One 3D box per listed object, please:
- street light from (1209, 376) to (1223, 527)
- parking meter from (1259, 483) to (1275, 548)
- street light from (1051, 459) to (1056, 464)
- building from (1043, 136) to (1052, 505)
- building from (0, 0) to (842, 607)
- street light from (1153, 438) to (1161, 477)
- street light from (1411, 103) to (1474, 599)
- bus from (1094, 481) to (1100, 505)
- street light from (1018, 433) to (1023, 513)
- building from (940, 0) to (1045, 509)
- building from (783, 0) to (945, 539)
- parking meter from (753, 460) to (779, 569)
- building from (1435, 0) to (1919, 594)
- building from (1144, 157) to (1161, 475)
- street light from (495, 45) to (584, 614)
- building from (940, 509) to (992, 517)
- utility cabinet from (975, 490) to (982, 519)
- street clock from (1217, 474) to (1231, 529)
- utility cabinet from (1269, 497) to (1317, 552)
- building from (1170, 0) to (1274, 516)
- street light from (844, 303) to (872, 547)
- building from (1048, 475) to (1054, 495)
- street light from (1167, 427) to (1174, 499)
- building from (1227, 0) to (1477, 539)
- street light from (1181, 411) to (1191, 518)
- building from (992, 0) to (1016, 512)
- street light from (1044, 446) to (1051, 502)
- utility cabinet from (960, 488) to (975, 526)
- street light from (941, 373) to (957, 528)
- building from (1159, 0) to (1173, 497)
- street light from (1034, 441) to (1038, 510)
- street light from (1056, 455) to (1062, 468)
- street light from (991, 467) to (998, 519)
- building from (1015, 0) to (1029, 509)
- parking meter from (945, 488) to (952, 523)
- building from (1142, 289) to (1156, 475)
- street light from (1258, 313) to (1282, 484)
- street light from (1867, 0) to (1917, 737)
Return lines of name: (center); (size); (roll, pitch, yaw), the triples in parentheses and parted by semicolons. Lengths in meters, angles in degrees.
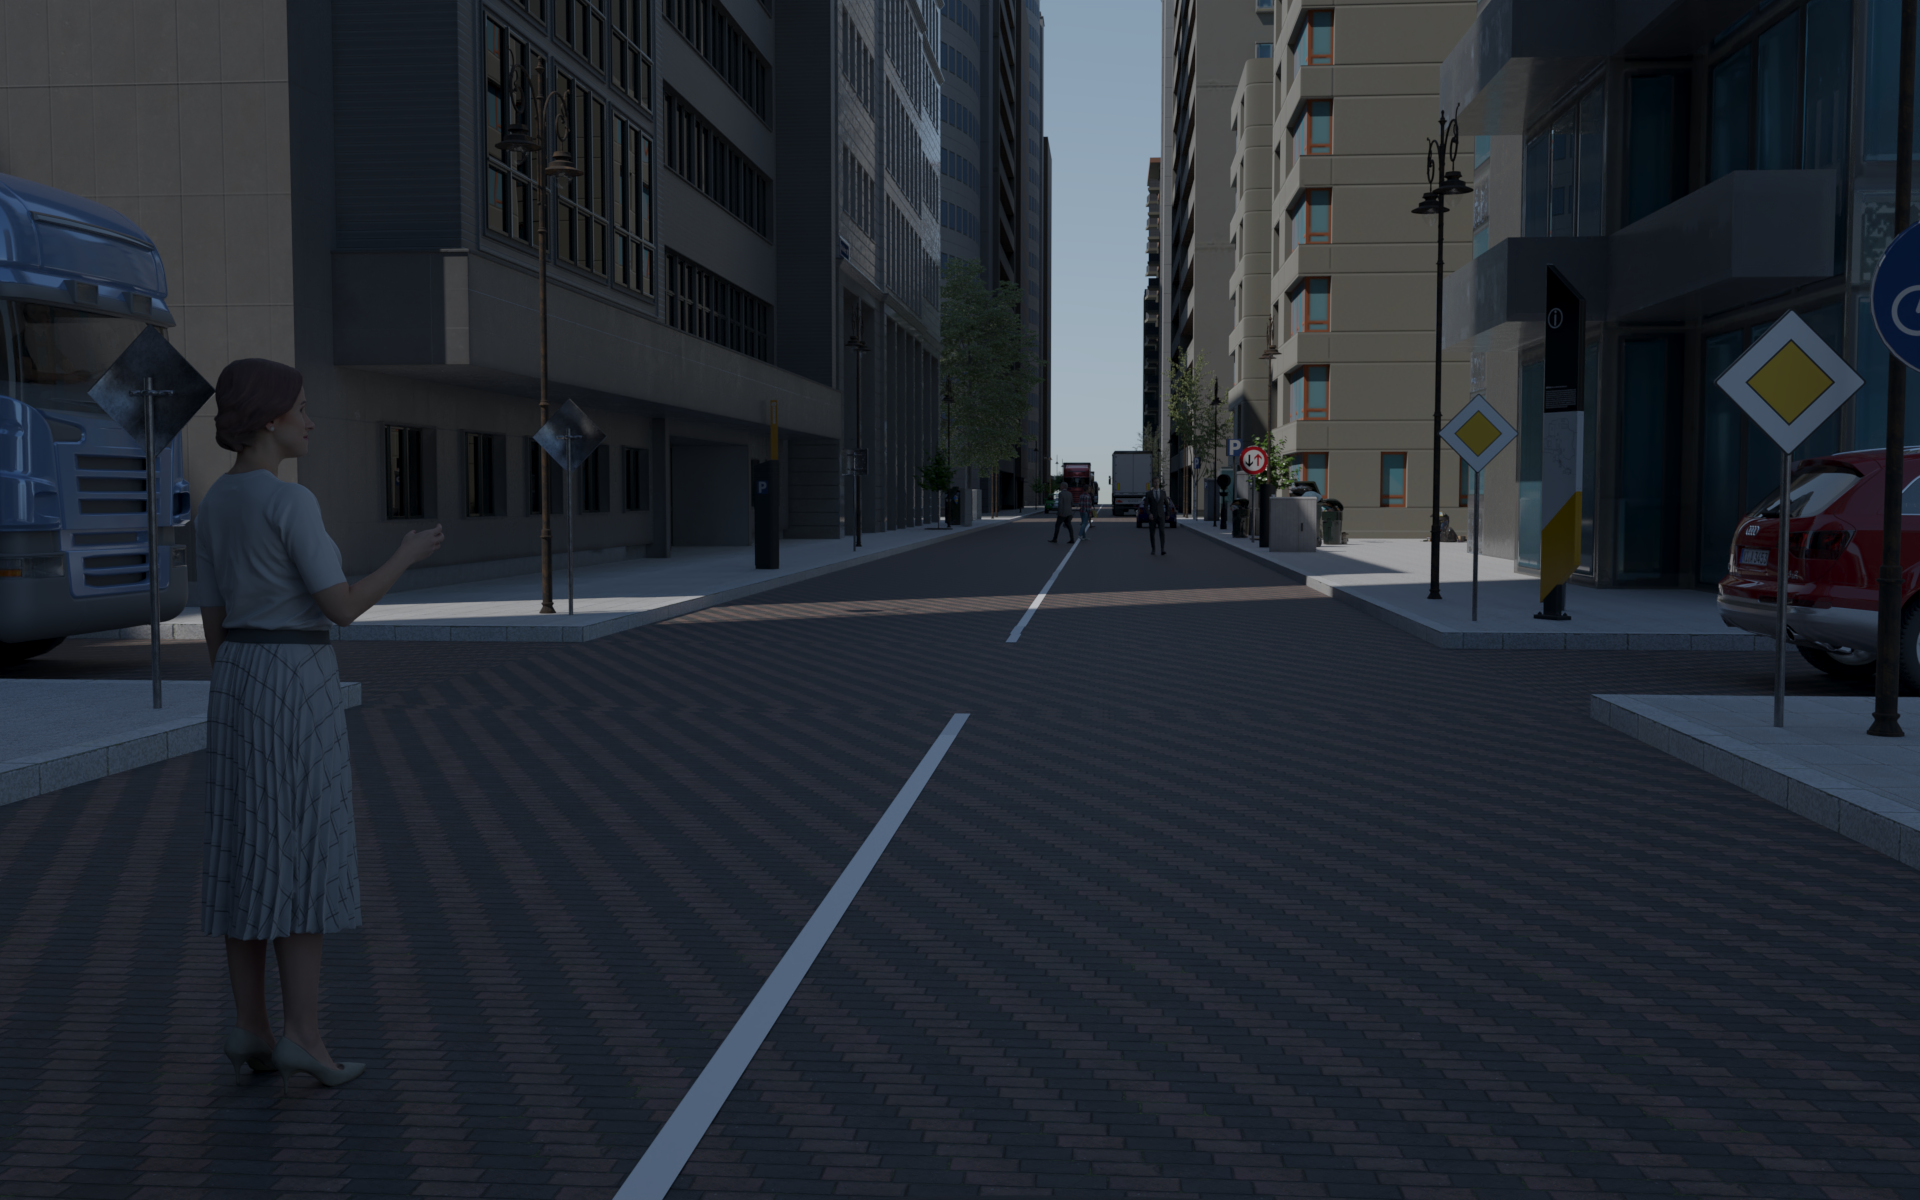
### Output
street light: (10.039, -5.825, 68.024); (0.468, 5.910, 1.993); (0, 4, 5)
parking meter: (7.378, -2.029, 41.587); (0.372, 1.533, 0.369); (0, 3, 0)
street light: (9.294, -12.550, 177.976); (0.468, 5.910, 1.993); (0, 4, 5)
building: (4.092, -34.413, 212.762); (14.600, 45.320, 14.200); (0, 4, 5)
building: (-11.613, -13.150, 34.065); (14.314, 24.678, 30.058); (0, 4, 5)
street light: (16.430, -10.434, 143.388); (0.468, 5.910, 1.993); (0, 4, 5)
street light: (5.809, -2.950, 21.019); (0.468, 5.910, 1.993); (0, 4, 5)
bus: (17.816, -14.915, 238.712); (2.948, 3.499, 13.247); (0, 4, 5)
street light: (4.156, -8.935, 118.879); (0.468, 5.910, 1.993); (0, 4, 5)
building: (-1.819, -39.732, 191.623); (21.231, 58.520, 28.212); (0, 4, 5)
building: (-7.515, -17.495, 63.543); (11.434, 29.767, 29.804); (0, 4, 5)
parking meter: (-3.310, -1.460, 29.581); (0.399, 1.863, 0.255); (2, 4, 28)
building: (22.897, -24.816, 25.351); (30.456, 49.044, 23.786); (0, 4, 5)
building: (34.797, -34.627, 220.768); (22.147, 44.769, 28.867); (0, 4, 5)
street light: (-4.436, -2.793, 18.458); (0.468, 5.910, 1.993); (0, 4, 5)
building: (-9.372, -34.577, 107.338); (21.231, 58.520, 28.212); (0, 4, 5)
utility cabinet: (0.623, -4.798, 87.122); (0.318, 1.500, 1.173); (-2, 4, -34)
street clock: (9.574, -3.567, 62.883); (0.471, 2.002, 0.358); (3, 4, 38)
utility cabinet: (7.377, -1.665, 38.378); (1.020, 1.237, 0.306); (0, 4, 8)
building: (26.632, -30.789, 127.100); (21.300, 48.544, 21.600); (0, 4, 5)
street light: (-2.468, -4.232, 41.973); (0.468, 5.910, 1.993); (0, 4, 5)
building: (2.229, -48.399, 229.571); (20.563, 71.187, 20.611); (0, 4, 5)
street light: (14.545, -8.996, 119.866); (0.468, 5.910, 1.993); (0, 4, 5)
building: (24.667, -13.294, 62.391); (27.650, 21.520, 28.899); (0, 4, 5)
street light: (12.481, -7.550, 96.237); (0.468, 5.910, 1.993); (0, 4, 5)
building: (-6.984, -31.112, 132.389); (21.300, 48.544, 21.600); (0, 4, 5)
street light: (8.203, -11.832, 166.242); (0.468, 5.910, 1.993); (0, 4, 5)
utility cabinet: (0.256, -3.680, 68.852); (0.318, 1.500, 1.173); (-1, 4, -8)
street light: (-0.424, -5.708, 66.111); (0.468, 5.910, 1.993); (0, 4, 5)
building: (32.734, -39.749, 191.896); (21.231, 58.520, 28.212); (0, 4, 5)
street light: (6.267, -10.384, 142.560); (0.468, 5.910, 1.993); (0, 4, 5)
street light: (11.291, -13.996, 201.615); (0.468, 5.910, 1.993); (0, 4, 5)
street light: (2.003, -7.459, 94.745); (0.468, 5.910, 1.993); (0, 4, 5)
building: (-1.244, -30.610, 150.583); (14.600, 45.320, 14.200); (0, 4, 5)
parking meter: (-0.481, -4.132, 75.977); (0.372, 1.533, 0.369); (0, 3, 0)
building: (32.648, -28.821, 242.916); (14.160, 30.474, 14.107); (0, 4, 5)
street light: (7.950, -4.387, 44.519); (0.468, 5.910, 1.993); (0, 4, 5)
street light: (4.928, -2.217, 9.043); (0.468, 5.910, 1.993); (0, 4, 5)
